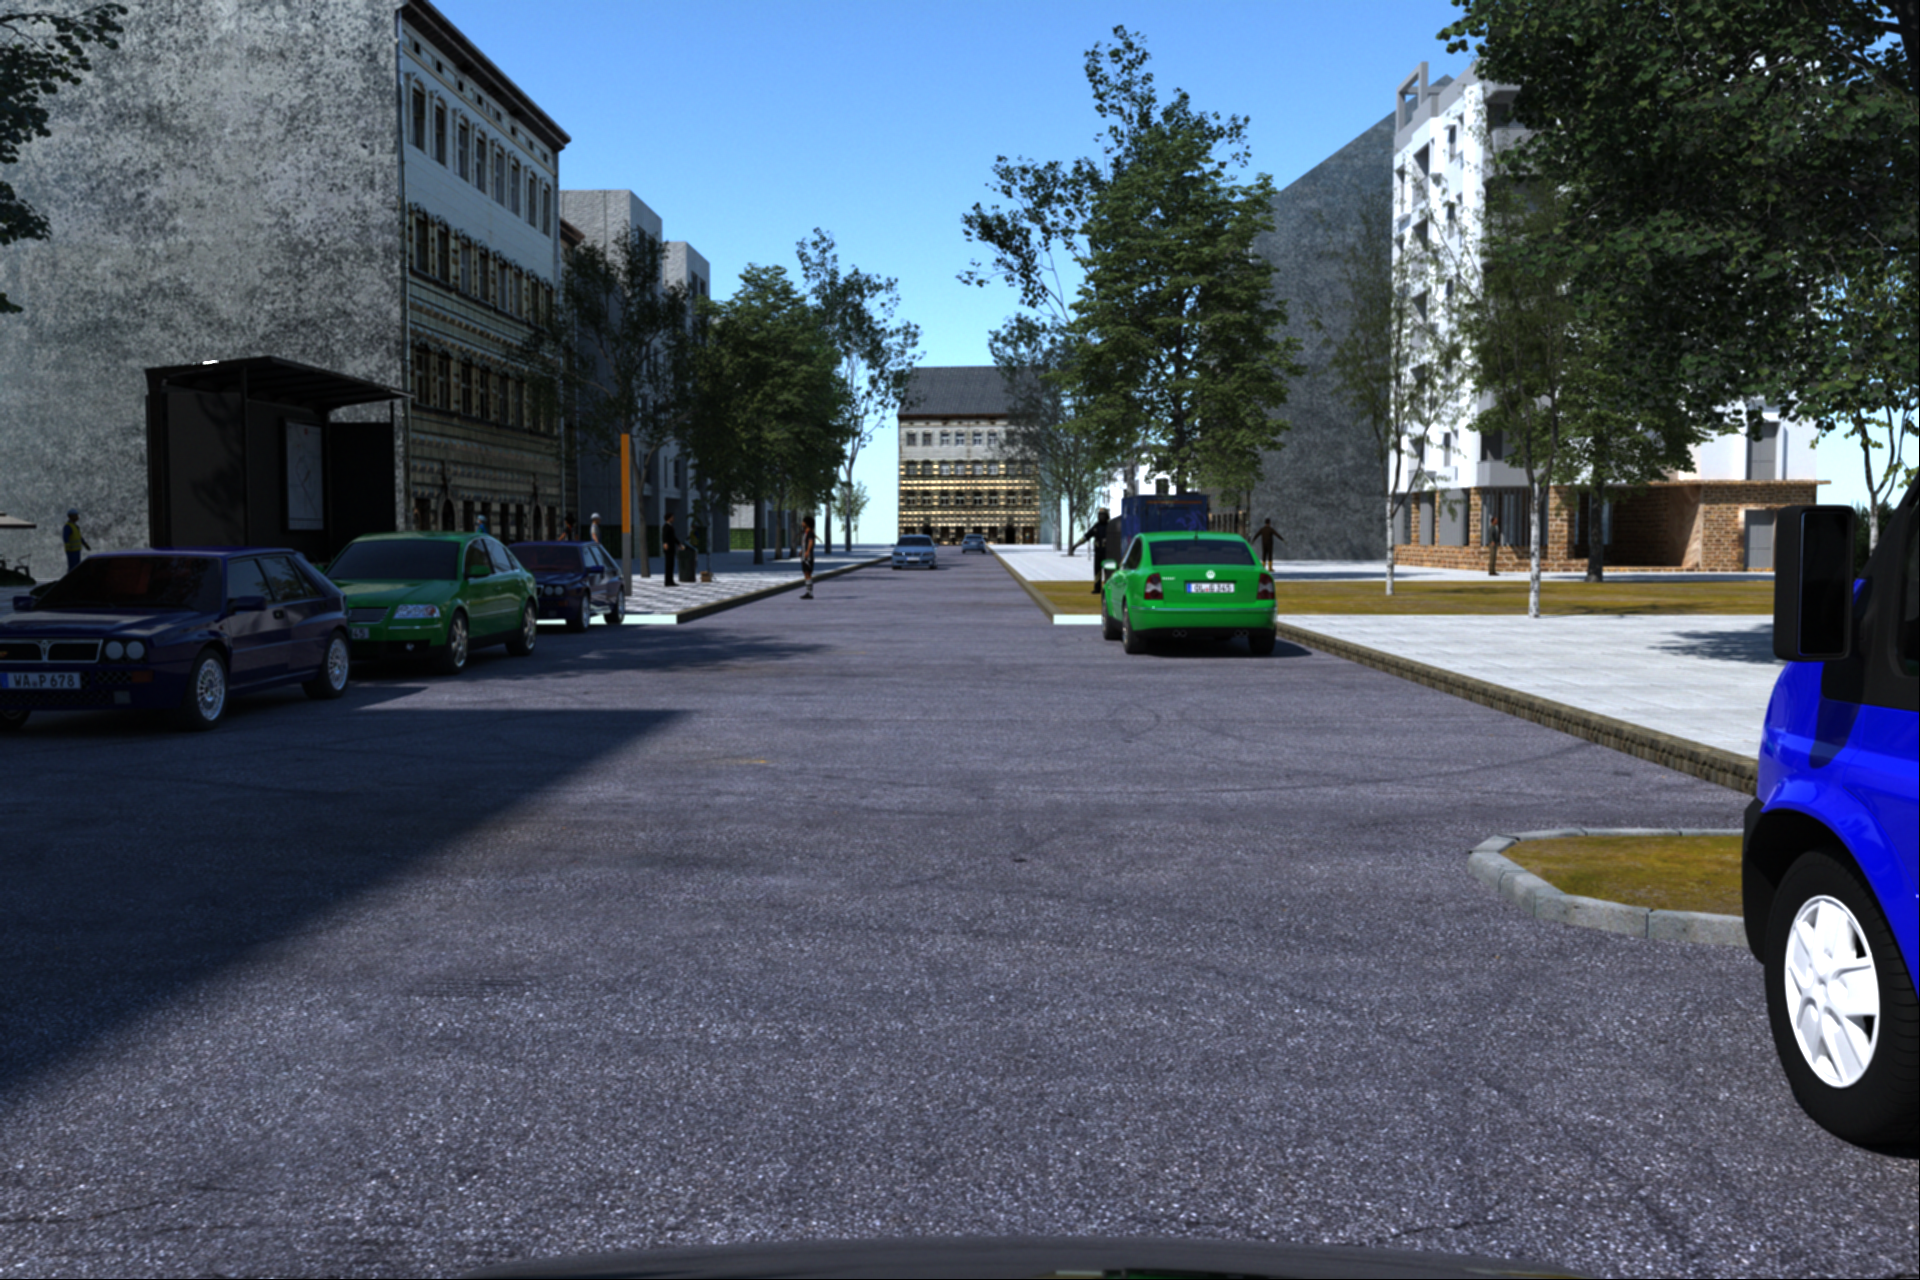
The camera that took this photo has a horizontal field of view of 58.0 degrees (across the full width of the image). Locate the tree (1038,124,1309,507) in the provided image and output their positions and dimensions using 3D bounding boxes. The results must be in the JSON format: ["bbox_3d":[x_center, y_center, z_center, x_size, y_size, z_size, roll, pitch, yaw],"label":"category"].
[{"bbox_3d":[6.041,-8.012,49.125,7.486,12.596,7.792,0,3,0],"label":"tree"}]

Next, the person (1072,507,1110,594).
[{"bbox_3d":[3.052,-1.918,37.136,1.354,1.856,0.705,2,4,28],"label":"person"}]

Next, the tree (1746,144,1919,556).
[{"bbox_3d":[16.780,-4.982,31.810,4.737,8.622,4.395,0,3,0],"label":"tree"}]

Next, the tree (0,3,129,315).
[{"bbox_3d":[-12.253,-6.587,14.355,9.857,13.997,8.962,0,3,0],"label":"tree"}]

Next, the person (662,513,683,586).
[{"bbox_3d":[-7.107,-2.224,42.554,0.705,1.806,1.347,0,4,7],"label":"person"}]

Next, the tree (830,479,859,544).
[{"bbox_3d":[-14.916,-16.536,220.725,4.737,8.622,4.395,0,3,0],"label":"tree"}]

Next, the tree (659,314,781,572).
[{"bbox_3d":[-8.442,-6.656,59.186,4.737,8.622,4.395,0,3,0],"label":"tree"}]

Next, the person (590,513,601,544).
[{"bbox_3d":[-9.870,-2.522,47.091,0.705,1.847,1.347,-1,4,-11],"label":"person"}]

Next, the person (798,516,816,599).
[{"bbox_3d":[-3.389,-1.815,38.284,0.704,1.843,1.345,-1,4,-11],"label":"person"}]

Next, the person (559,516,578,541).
[{"bbox_3d":[-11.590,-2.759,51.261,0.704,1.843,1.345,1,4,15],"label":"person"}]

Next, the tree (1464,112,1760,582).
[{"bbox_3d":[17.133,-7.827,46.102,7.486,12.596,7.792,0,3,0],"label":"tree"}]

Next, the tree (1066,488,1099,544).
[{"bbox_3d":[15.640,-16.569,221.260,4.737,8.622,4.395,0,3,0],"label":"tree"}]

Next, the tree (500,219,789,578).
[{"bbox_3d":[-9.268,-7.124,50.893,8.767,10.594,7.601,-1,4,-10],"label":"tree"}]

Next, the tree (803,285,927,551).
[{"bbox_3d":[-8.397,-16.789,130.390,12.611,20.169,13.585,0,3,0],"label":"tree"}]

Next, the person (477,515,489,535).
[{"bbox_3d":[-13.670,-2.649,49.436,0.704,1.817,1.347,0,4,2],"label":"person"}]

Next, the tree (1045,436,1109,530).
[{"bbox_3d":[6.956,-9.859,111.556,4.360,8.622,3.978,0,3,0],"label":"tree"}]

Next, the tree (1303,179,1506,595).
[{"bbox_3d":[9.095,-5.269,36.514,4.360,8.622,3.978,0,3,0],"label":"tree"}]

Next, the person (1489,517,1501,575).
[{"bbox_3d":[16.586,-2.905,53.766,0.705,1.796,1.348,2,4,26],"label":"person"}]

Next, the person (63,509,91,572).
[{"bbox_3d":[-19.434,-1.961,38.036,0.705,1.833,1.349,-1,4,-9],"label":"person"}]

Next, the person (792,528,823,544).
[{"bbox_3d":[-5.670,-3.513,64.234,1.217,1.733,0.721,-2,4,-28],"label":"person"}]

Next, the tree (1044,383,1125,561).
[{"bbox_3d":[6.309,-8.141,83.471,4.360,8.622,3.978,0,3,0],"label":"tree"}]

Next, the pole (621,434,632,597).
[{"bbox_3d":[-6.818,-2.542,35.406,0.158,3.312,0.155,0,3,0],"label":"pole"}]

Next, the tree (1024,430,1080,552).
[{"bbox_3d":[6.571,-10.397,120.351,4.360,8.622,3.978,0,3,0],"label":"tree"}]

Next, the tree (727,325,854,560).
[{"bbox_3d":[-8.791,-9.741,85.013,9.928,11.665,9.643,0,3,0],"label":"tree"}]

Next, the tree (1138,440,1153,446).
[{"bbox_3d":[24.481,-19.174,223.871,12.009,13.543,11.850,0,3,0],"label":"tree"}]

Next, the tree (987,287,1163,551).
[{"bbox_3d":[8.733,-16.834,131.118,12.611,20.169,13.585,0,3,0],"label":"tree"}]

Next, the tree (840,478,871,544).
[{"bbox_3d":[-13.677,-16.833,225.573,4.737,8.622,4.395,0,3,0],"label":"tree"}]

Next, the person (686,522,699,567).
[{"bbox_3d":[-10.310,-3.675,66.545,0.721,1.772,1.216,-2,4,-29],"label":"person"}]

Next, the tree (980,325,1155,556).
[{"bbox_3d":[6.492,-11.571,99.563,12.009,13.543,11.850,0,3,0],"label":"tree"}]

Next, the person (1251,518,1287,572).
[{"bbox_3d":[10.485,-3.231,58.962,1.346,1.812,0.704,3,4,37],"label":"person"}]

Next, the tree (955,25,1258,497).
[{"bbox_3d":[5.755,-12.948,67.596,12.611,20.169,13.585,0,3,0],"label":"tree"}]
